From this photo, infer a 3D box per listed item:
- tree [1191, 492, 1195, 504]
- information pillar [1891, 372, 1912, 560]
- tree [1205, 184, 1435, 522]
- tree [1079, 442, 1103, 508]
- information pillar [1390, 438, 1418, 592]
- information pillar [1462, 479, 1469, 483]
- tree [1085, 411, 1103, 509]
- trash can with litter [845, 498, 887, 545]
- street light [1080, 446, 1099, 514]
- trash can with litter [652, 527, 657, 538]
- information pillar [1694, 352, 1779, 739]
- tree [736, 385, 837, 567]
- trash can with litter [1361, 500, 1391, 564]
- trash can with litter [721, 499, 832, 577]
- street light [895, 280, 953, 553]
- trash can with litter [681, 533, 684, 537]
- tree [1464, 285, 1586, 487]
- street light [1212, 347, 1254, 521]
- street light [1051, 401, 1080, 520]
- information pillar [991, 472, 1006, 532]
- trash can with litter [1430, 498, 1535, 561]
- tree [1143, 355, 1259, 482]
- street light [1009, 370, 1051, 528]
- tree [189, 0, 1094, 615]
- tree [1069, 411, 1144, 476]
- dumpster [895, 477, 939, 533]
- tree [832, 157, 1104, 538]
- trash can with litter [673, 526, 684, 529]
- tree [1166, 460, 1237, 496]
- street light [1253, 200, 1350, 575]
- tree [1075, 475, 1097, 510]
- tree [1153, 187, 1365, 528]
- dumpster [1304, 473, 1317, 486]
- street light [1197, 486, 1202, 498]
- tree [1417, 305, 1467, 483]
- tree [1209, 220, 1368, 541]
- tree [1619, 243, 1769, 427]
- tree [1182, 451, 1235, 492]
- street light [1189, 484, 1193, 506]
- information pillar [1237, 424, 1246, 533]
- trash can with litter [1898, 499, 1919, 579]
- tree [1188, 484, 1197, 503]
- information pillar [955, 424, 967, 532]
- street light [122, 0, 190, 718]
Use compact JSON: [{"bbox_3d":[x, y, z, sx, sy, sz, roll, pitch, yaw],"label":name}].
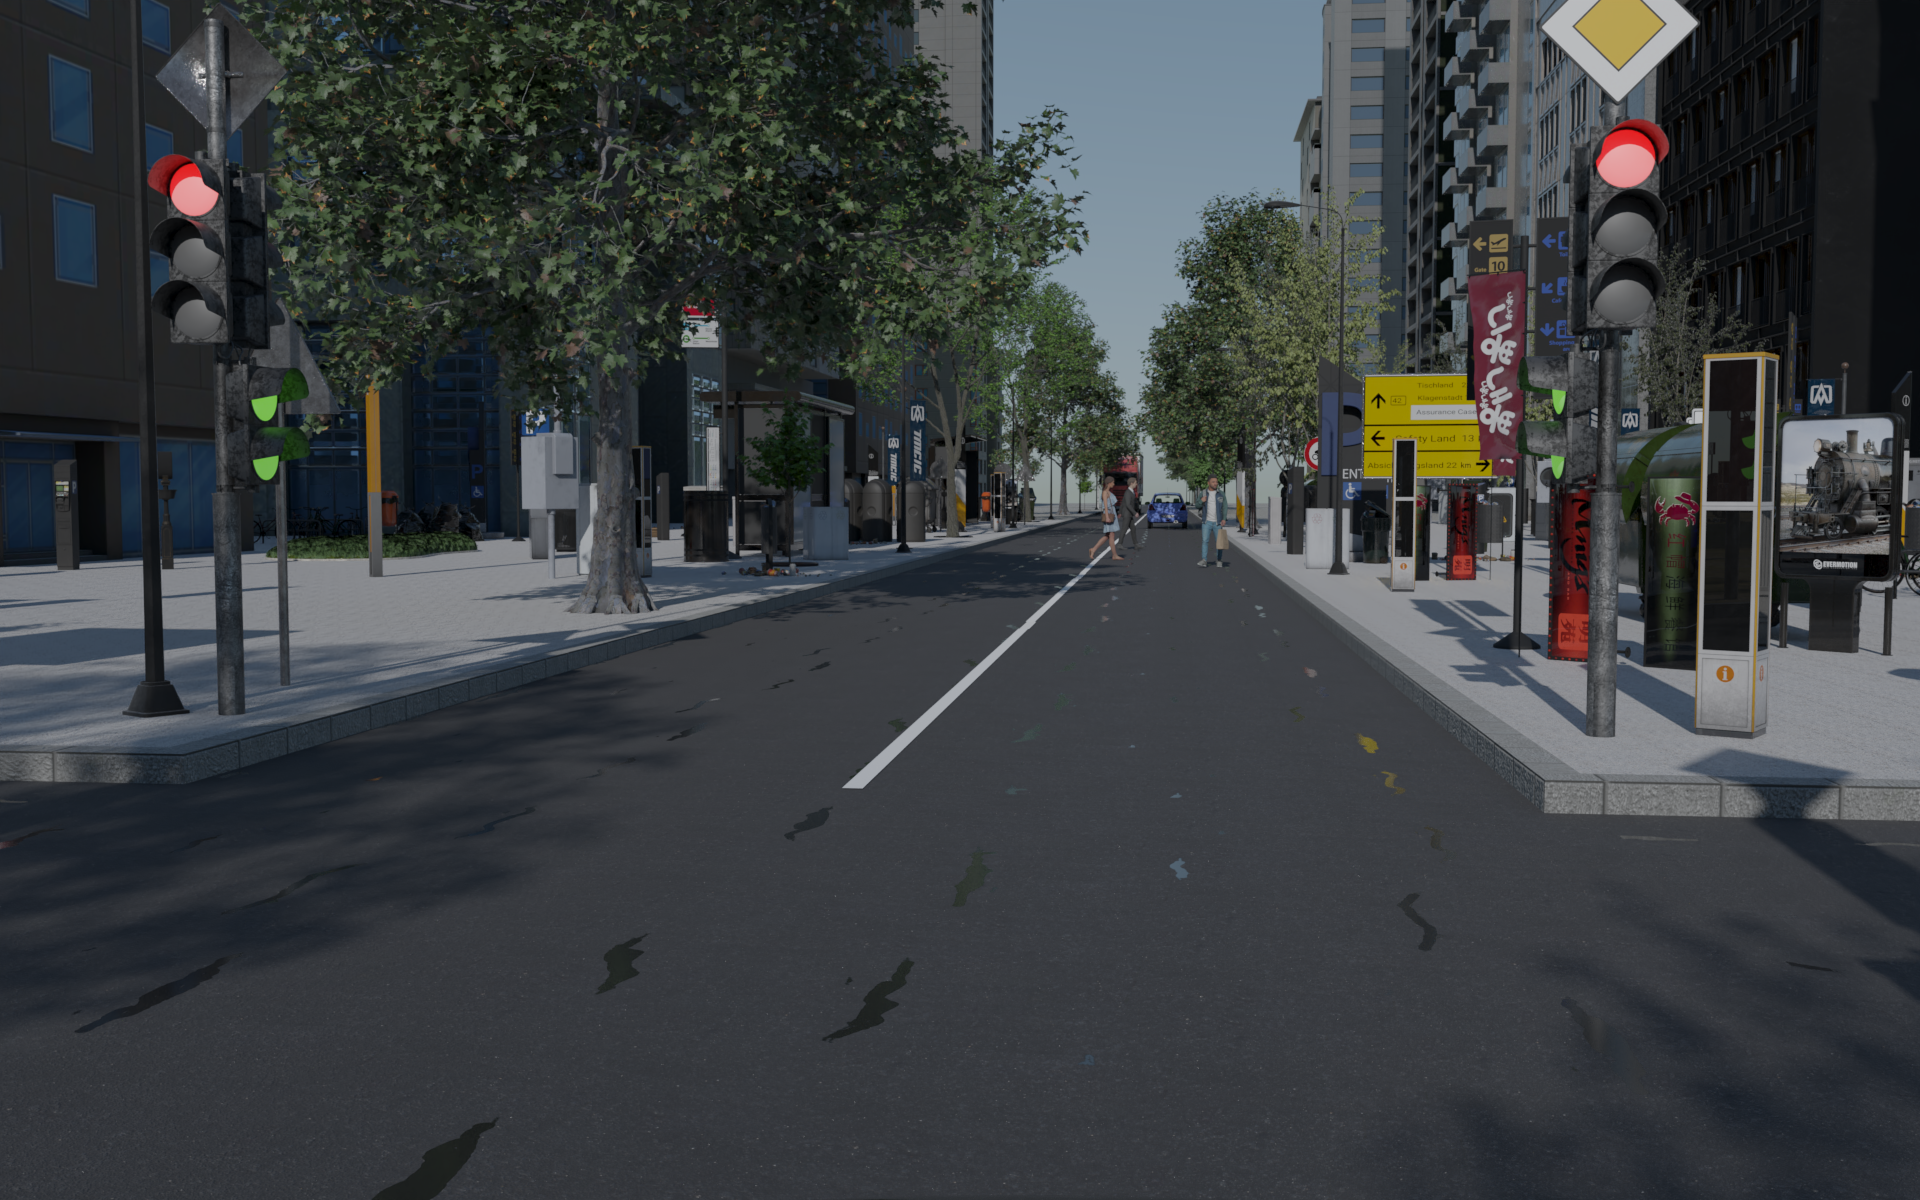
[{"bbox_3d":[31.396,-18.758,232.455,9.928,11.665,9.643,0,3,0],"label":"tree"},{"bbox_3d":[18.000,-2.558,33.183,0.504,3.616,0.183,-2,4,-28],"label":"information pillar"},{"bbox_3d":[8.249,-5.514,40.509,4.737,8.622,4.395,0,3,0],"label":"tree"},{"bbox_3d":[12.899,-12.796,159.571,4.360,8.622,3.978,0,3,0],"label":"tree"},{"bbox_3d":[5.825,-1.116,22.738,0.304,2.012,0.304,1,4,11],"label":"information pillar"},{"bbox_3d":[23.864,-4.729,81.813,0.304,2.012,0.304,2,4,24],"label":"information pillar"},{"bbox_3d":[12.448,-12.390,152.940,4.737,8.622,4.395,0,3,0],"label":"tree"},{"bbox_3d":[-2.665,-2.032,44.281,2.233,1.210,1.678,-3,4,-37],"label":"trash can with litter"},{"bbox_3d":[8.450,-8.654,114.030,1.470,5.913,1.316,0,4,7],"label":"street light"},{"bbox_3d":[-9.373,-2.433,51.166,1.055,1.170,0.624,-3,4,-36],"label":"trash can with litter"},{"bbox_3d":[4.118,-0.287,9.191,0.304,2.012,0.304,3,4,38],"label":"information pillar"},{"bbox_3d":[-3.075,-2.229,31.039,1.663,3.219,1.824,0,3,0],"label":"tree"},{"bbox_3d":[7.927,-1.259,31.968,1.055,1.170,0.624,1,4,14],"label":"trash can with litter"},{"bbox_3d":[-2.996,-1.022,27.771,1.678,1.210,2.233,-1,4,-12],"label":"trash can with litter"},{"bbox_3d":[-0.696,-3.981,37.630,1.470,5.913,1.316,0,4,7],"label":"street light"},{"bbox_3d":[-7.485,-2.357,49.916,1.055,1.170,0.624,-3,5,-42],"label":"trash can with litter"},{"bbox_3d":[19.696,-6.657,59.210,4.737,8.622,4.395,0,3,0],"label":"tree"},{"bbox_3d":[8.810,-5.040,54.948,1.470,5.913,1.316,0,4,7],"label":"street light"},{"bbox_3d":[5.098,-6.968,86.474,1.470,5.913,1.316,0,4,7],"label":"street light"},{"bbox_3d":[1.343,-3.308,58.578,0.304,2.012,0.304,2,4,31],"label":"information pillar"},{"bbox_3d":[9.887,-1.377,33.569,2.233,1.210,1.678,2,4,29],"label":"trash can with litter"},{"bbox_3d":[19.442,-14.152,138.037,9.857,13.997,8.962,0,3,0],"label":"tree"},{"bbox_3d":[2.529,-5.641,64.768,1.470,5.913,1.316,0,4,7],"label":"street light"},{"bbox_3d":[-3.733,-6.219,18.691,9.611,12.733,9.660,0,3,0],"label":"tree"},{"bbox_3d":[14.944,-14.959,178.996,8.767,10.594,7.601,1,4,13],"label":"tree"},{"bbox_3d":[-1.447,-3.175,57.672,1.264,1.857,1.865,0,4,7],"label":"dumpster"},{"bbox_3d":[-0.199,-7.655,50.919,9.928,11.665,9.643,0,3,0],"label":"tree"},{"bbox_3d":[-9.735,-3.227,63.818,1.678,1.210,2.233,0,4,-6],"label":"trash can with litter"},{"bbox_3d":[24.203,-15.778,176.101,7.486,12.596,7.792,0,3,0],"label":"tree"},{"bbox_3d":[5.500,-3.362,27.515,1.470,5.913,1.316,0,4,7],"label":"street light"},{"bbox_3d":[9.887,-8.724,137.238,1.663,3.219,1.824,0,3,0],"label":"tree"},{"bbox_3d":[10.791,-9.052,65.010,9.611,12.733,9.660,0,3,0],"label":"tree"},{"bbox_3d":[17.085,-4.915,82.855,1.502,2.255,1.985,0,4,7],"label":"dumpster"},{"bbox_3d":[12.099,-6.738,82.712,1.470,5.913,1.316,0,4,7],"label":"street light"},{"bbox_3d":[19.978,-7.234,68.637,4.360,8.622,3.978,0,3,0],"label":"tree"},{"bbox_3d":[9.090,-5.946,47.584,4.360,8.622,3.978,0,3,0],"label":"tree"},{"bbox_3d":[21.000,-6.131,50.605,4.360,8.622,3.978,0,3,0],"label":"tree"},{"bbox_3d":[16.166,-7.844,111.967,4.285,4.588,4.351,0,3,0],"label":"tree"},{"bbox_3d":[14.659,-8.047,104.103,1.470,5.913,1.316,0,4,7],"label":"street light"},{"bbox_3d":[9.387,-4.067,57.852,0.183,3.616,0.504,-1,4,-14],"label":"information pillar"},{"bbox_3d":[14.798,-0.976,27.010,1.678,1.210,2.233,0,4,1],"label":"trash can with litter"},{"bbox_3d":[12.362,-7.808,78.021,4.737,8.622,4.395,0,3,0],"label":"tree"},{"bbox_3d":[0.014,-4.079,58.047,0.183,3.616,0.504,3,5,40],"label":"information pillar"},{"bbox_3d":[-4.154,-2.282,9.854,1.470,5.913,1.316,0,4,7],"label":"street light"}]
